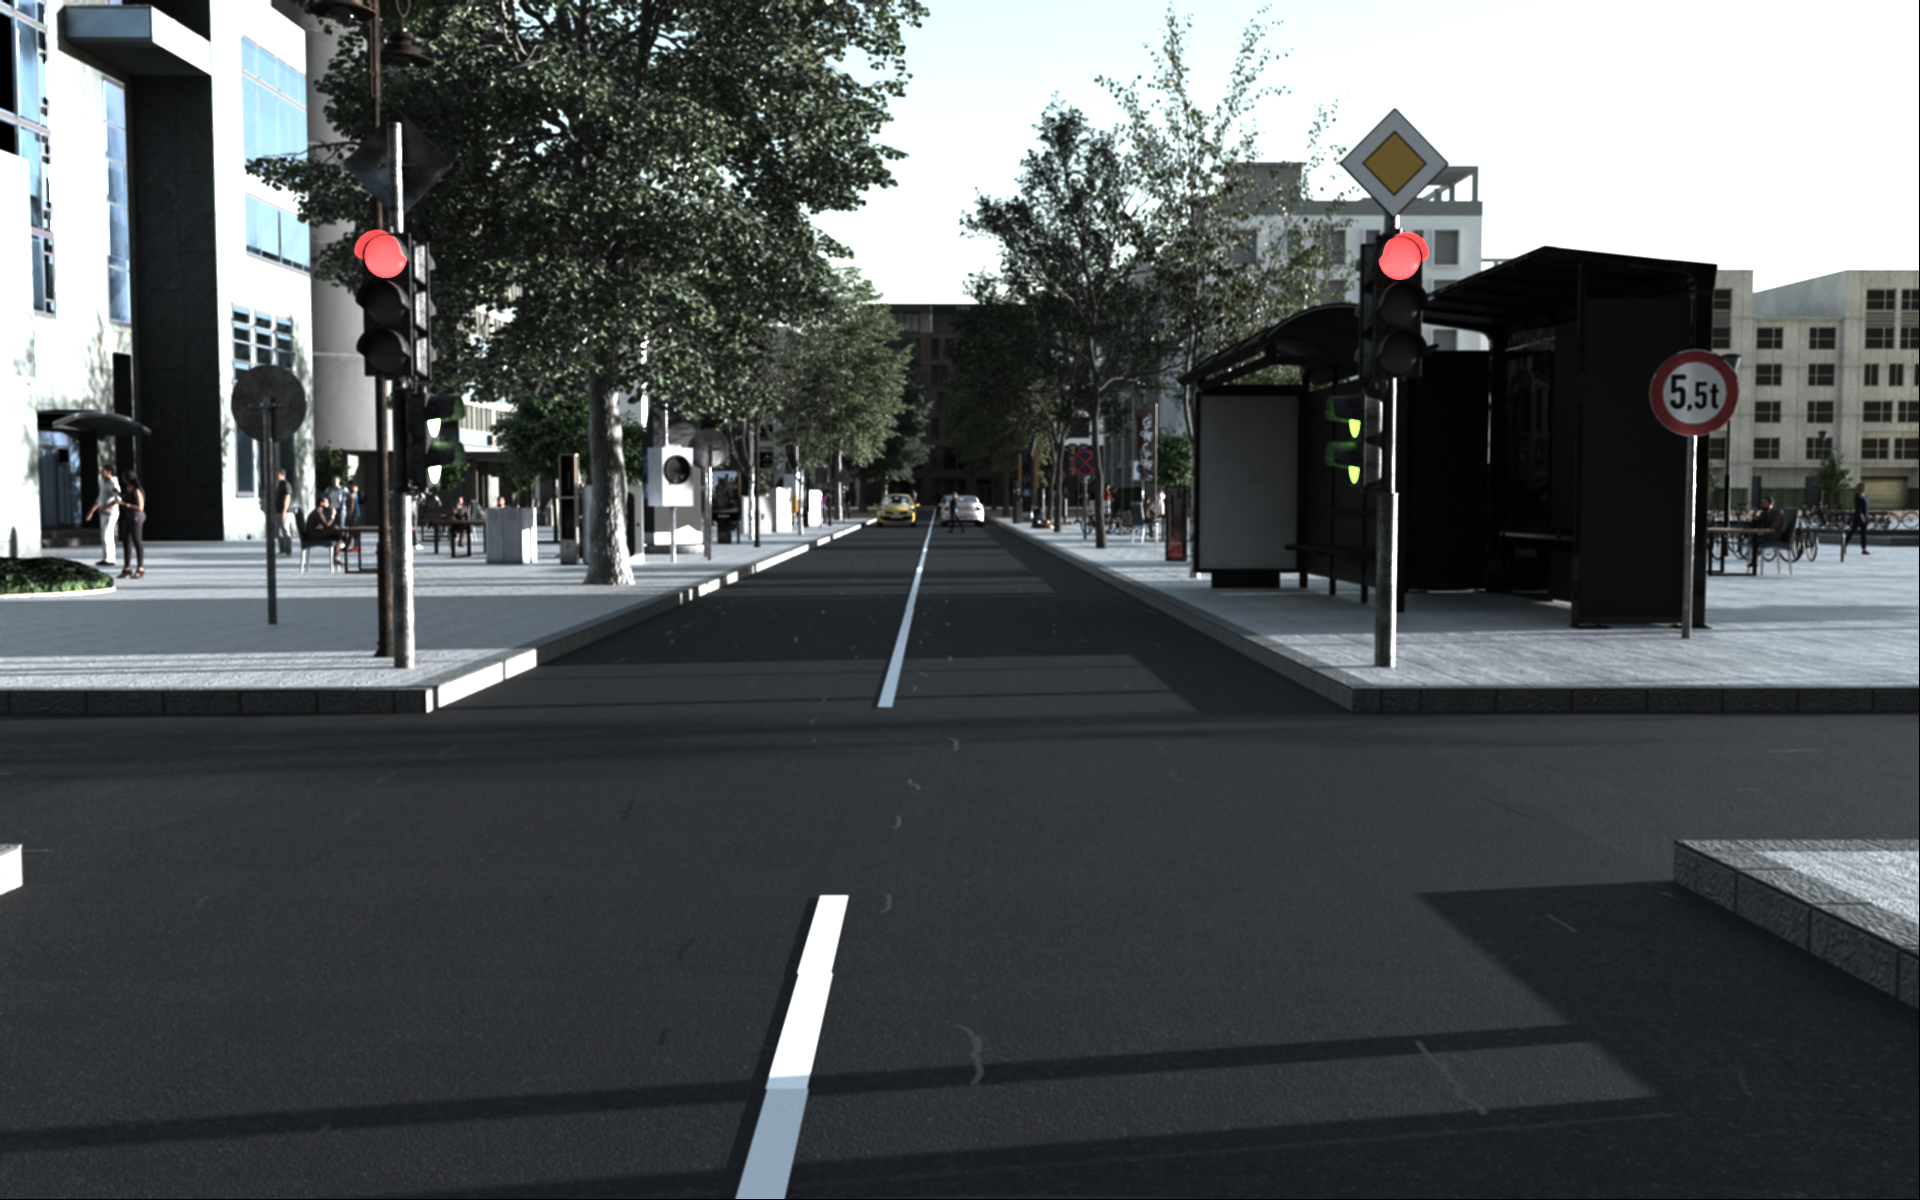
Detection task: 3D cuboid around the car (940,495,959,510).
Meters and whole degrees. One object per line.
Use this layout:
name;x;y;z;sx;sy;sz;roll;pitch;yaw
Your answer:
car;-0.731;-8.227;146.869;2.083;1.381;4.827;0;4;0

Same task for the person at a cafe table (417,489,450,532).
person at a cafe table;-18.029;-3.069;58.698;1.698;1.524;1.622;-2;4;-30

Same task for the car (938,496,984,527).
car;0.076;-3.990;77.601;2.083;1.381;4.827;0;4;-2

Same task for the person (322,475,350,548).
person;-14.958;-2.129;41.581;0.841;1.734;0.376;0;4;7

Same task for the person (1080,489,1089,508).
person;11.323;-9.214;157.411;0.721;1.735;1.217;-3;5;-44

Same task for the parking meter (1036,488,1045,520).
parking meter;3.564;-4.173;76.646;0.372;1.533;0.369;0;3;0

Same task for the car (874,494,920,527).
car;-2.795;-4.046;76.369;2.015;1.641;3.980;0;4;-2

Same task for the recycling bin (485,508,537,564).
recycling bin;-8.342;-1.201;32.188;0.722;1.027;0.722;1;4;8

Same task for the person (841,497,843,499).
person;-9.652;-7.904;138.537;1.065;1.426;0.557;3;5;43

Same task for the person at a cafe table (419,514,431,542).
person at a cafe table;-10.965;-1.662;38.036;1.698;1.238;1.726;-1;4;-16

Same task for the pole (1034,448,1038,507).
pole;3.416;-5.114;77.465;0.158;3.312;0.155;0;3;0

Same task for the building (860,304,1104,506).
building;5.426;-21.577;196.765;32.646;21.610;27.936;0;4;-1

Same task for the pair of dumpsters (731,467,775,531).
pair of dumpsters;-7.556;-3.540;60.370;1.574;2.255;4.437;0;4;-1

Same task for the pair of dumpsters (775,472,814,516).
pair of dumpsters;-7.238;-4.463;75.469;1.574;2.255;4.437;0;4;-1

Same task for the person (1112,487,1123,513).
person;10.742;-6.828;118.407;0.721;1.736;1.217;3;4;38

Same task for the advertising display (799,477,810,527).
advertising display;-6.062;-3.801;67.361;0.123;1.923;0.974;-2;4;-23

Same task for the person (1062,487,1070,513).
person;6.928;-6.606;114.786;0.721;1.736;1.217;3;5;42

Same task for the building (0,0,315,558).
building;-29.148;-44.243;36.040;22.319;86.520;31.000;0;4;-1

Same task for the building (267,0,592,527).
building;-32.701;-23.407;74.582;32.217;40.220;23.993;0;4;-1

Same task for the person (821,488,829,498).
person;-11.122;-8.148;139.407;1.348;1.807;0.705;2;4;25

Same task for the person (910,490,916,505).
person;-4.252;-8.954;154.759;0.599;1.838;0.709;-2;4;-25

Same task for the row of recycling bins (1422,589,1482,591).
row of recycling bins;6.799;-1.072;24.644;1.069;1.692;3.534;0;4;7

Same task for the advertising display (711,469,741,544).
advertising display;-6.095;-2.418;44.756;0.974;1.923;0.123;2;4;26

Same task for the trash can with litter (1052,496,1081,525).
trash can with litter;4.351;-3.827;73.621;1.678;1.210;2.233;0;4;0

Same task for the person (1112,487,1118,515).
person;9.137;-5.779;101.338;0.445;1.727;0.742;-2;4;-33

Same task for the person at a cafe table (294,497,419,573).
person at a cafe table;-9.995;-1.078;28.484;1.726;1.238;1.698;0;4;-7

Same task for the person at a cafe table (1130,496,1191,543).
person at a cafe table;5.314;-2.177;46.449;1.726;1.238;1.698;-3;5;-39

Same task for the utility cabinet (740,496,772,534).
utility cabinet;-6.606;-2.744;56.022;1.020;1.237;0.306;-2;4;-31

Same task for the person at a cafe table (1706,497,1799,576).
person at a cafe table;12.461;-1.029;27.690;1.726;1.238;1.698;0;4;-3

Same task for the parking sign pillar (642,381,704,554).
parking sign pillar;-6.253;-3.002;37.560;1.447;3.967;1.447;3;5;43

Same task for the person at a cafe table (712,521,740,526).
person at a cafe table;-9.619;-3.782;70.350;1.622;1.524;1.698;3;5;45

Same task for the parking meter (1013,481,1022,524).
parking meter;2.489;-4.260;75.369;0.255;1.863;0.399;-2;4;-27

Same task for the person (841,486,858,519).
person;-5.897;-5.075;89.848;1.217;1.723;0.721;0;4;2

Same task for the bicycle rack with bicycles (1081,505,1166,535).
bicycle rack with bicycles;5.161;-2.575;55.480;2.925;0.926;2.852;-2;4;-27

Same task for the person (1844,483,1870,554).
person;19.145;-1.737;36.981;0.613;1.512;0.480;3;5;40

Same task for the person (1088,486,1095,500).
person;7.778;-5.844;102.106;0.721;1.766;1.217;2;4;24

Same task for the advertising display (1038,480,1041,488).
advertising display;3.438;-4.649;81.227;0.123;1.923;0.974;-3;4;-37

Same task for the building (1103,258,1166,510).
building;21.289;-16.601;137.879;16.747;18.905;31.486;0;4;-1

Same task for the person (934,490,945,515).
person;-1.379;-6.631;117.740;0.721;1.723;1.217;3;4;36

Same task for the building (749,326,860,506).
building;-26.570;-19.838;190.806;31.486;18.905;16.747;0;4;-1

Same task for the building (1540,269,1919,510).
building;62.216;-17.028;144.864;31.486;18.905;16.747;0;4;-1

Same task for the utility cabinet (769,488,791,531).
utility cabinet;-6.137;-3.079;59.013;0.318;1.500;1.173;1;4;18

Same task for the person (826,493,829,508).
person;-12.273;-9.288;161.082;0.628;1.438;0.799;-1;4;-20

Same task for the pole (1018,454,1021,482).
pole;3.038;-5.752;87.893;0.158;3.312;0.155;0;3;0

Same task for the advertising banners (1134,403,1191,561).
advertising banners;4.160;-2.255;33.056;2.074;3.025;0.090;3;5;43

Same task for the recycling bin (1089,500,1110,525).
recycling bin;5.781;-3.632;71.932;0.722;1.027;0.722;-1;4;-13

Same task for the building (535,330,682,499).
building;-20.855;-9.816;102.635;9.099;9.664;28.070;0;4;-1

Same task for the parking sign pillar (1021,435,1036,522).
parking sign pillar;3.145;-5.532;78.921;1.447;3.967;1.447;1;4;11

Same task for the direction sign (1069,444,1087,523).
direction sign;5.295;-5.249;77.824;0.876;3.537;0.379;-1;4;-18

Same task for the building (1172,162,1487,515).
building;21.768;-15.180;104.611;16.016;20.091;11.380;0;4;-1

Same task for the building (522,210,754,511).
building;-33.957;-18.021;138.614;32.646;21.610;27.936;0;4;-1

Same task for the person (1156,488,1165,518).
person;10.743;-5.274;92.934;0.621;1.740;0.551;2;4;32

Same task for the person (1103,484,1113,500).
person;7.697;-5.163;90.400;0.705;1.831;1.348;-1;4;-13

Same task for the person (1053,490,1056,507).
person;9.052;-9.679;165.220;0.530;1.710;0.541;1;4;9

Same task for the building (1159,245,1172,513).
building;21.625;-15.875;115.969;16.016;20.091;11.380;0;4;-1

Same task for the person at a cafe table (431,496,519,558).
person at a cafe table;-9.561;-1.502;35.417;1.698;1.238;1.726;1;4;10

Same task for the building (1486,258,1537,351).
building;40.541;-17.688;145.620;11.380;20.091;16.016;0;4;-1
